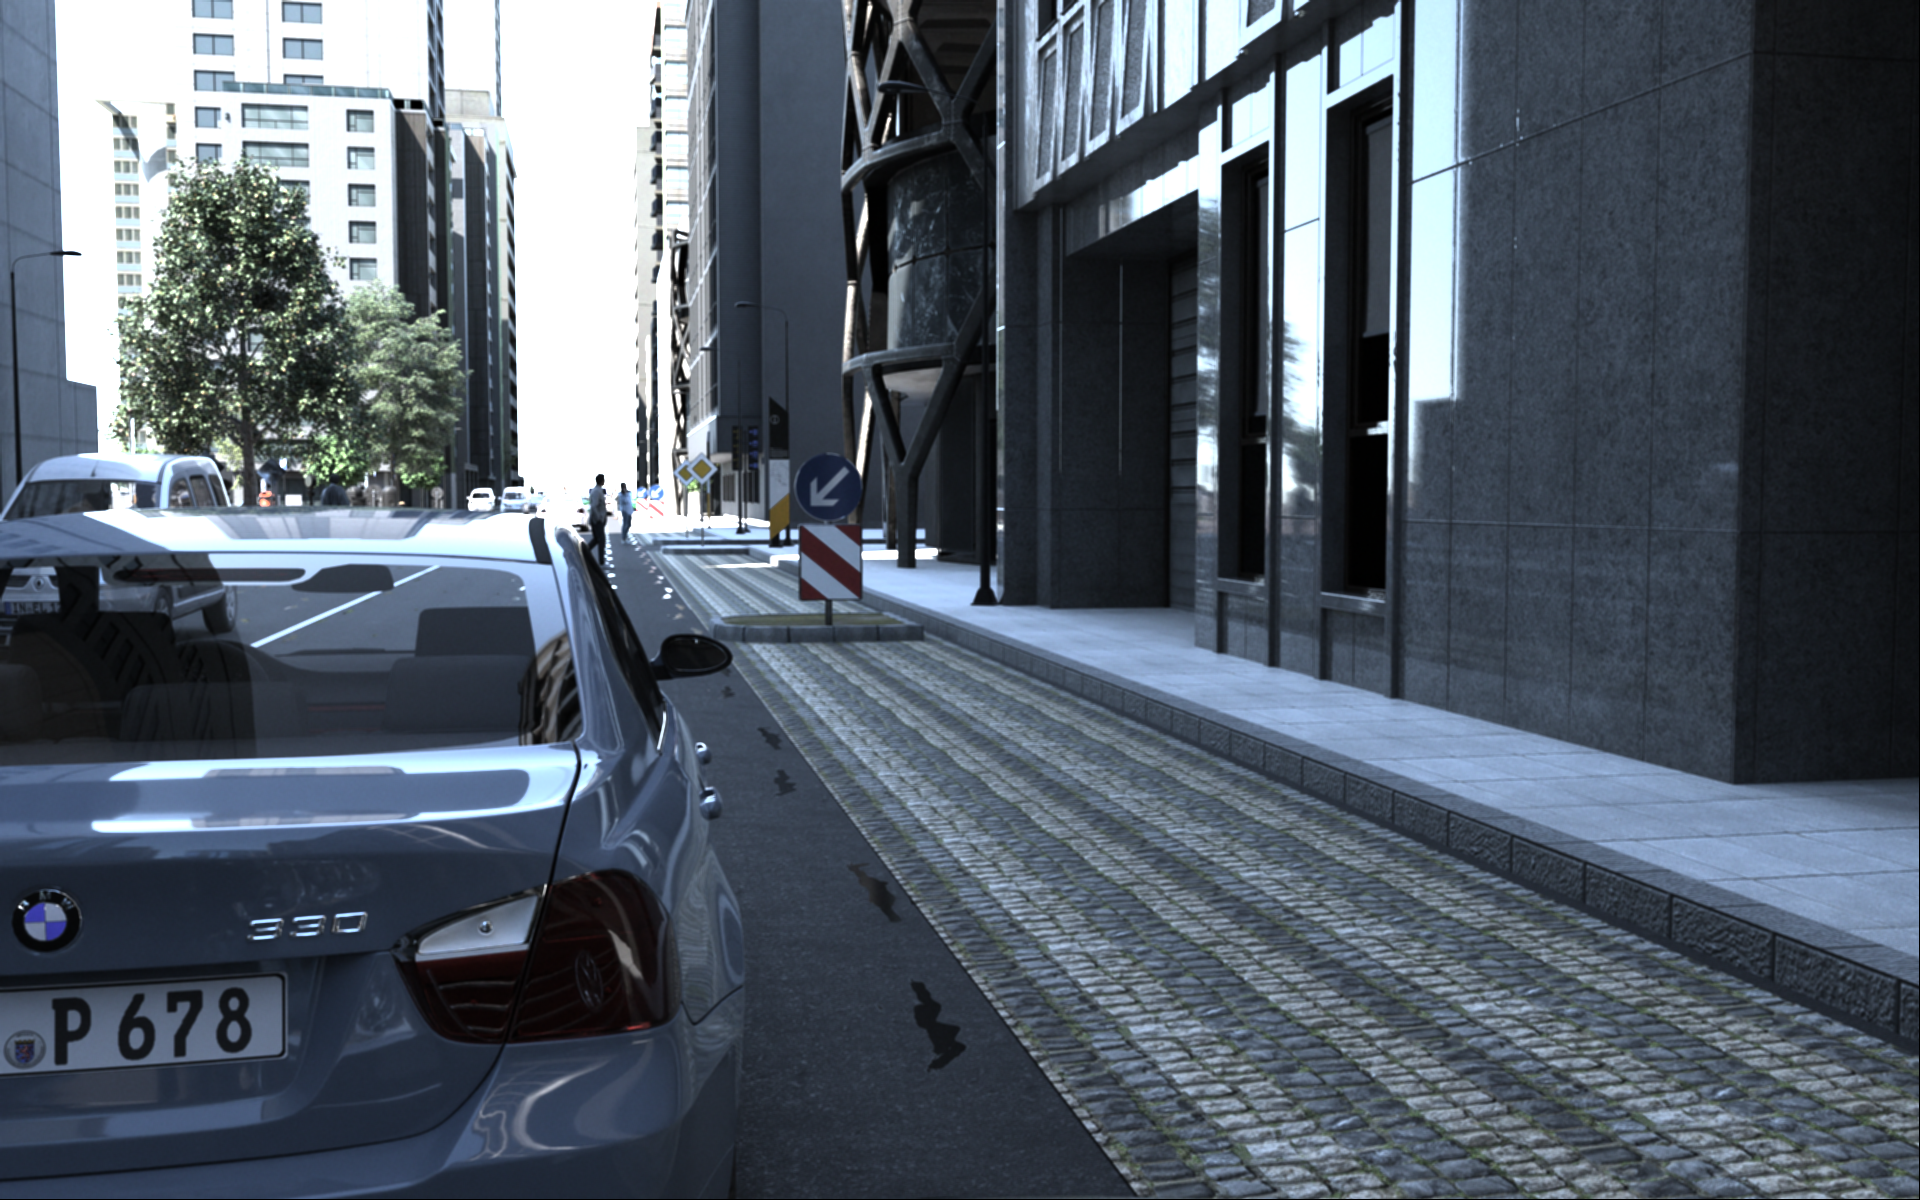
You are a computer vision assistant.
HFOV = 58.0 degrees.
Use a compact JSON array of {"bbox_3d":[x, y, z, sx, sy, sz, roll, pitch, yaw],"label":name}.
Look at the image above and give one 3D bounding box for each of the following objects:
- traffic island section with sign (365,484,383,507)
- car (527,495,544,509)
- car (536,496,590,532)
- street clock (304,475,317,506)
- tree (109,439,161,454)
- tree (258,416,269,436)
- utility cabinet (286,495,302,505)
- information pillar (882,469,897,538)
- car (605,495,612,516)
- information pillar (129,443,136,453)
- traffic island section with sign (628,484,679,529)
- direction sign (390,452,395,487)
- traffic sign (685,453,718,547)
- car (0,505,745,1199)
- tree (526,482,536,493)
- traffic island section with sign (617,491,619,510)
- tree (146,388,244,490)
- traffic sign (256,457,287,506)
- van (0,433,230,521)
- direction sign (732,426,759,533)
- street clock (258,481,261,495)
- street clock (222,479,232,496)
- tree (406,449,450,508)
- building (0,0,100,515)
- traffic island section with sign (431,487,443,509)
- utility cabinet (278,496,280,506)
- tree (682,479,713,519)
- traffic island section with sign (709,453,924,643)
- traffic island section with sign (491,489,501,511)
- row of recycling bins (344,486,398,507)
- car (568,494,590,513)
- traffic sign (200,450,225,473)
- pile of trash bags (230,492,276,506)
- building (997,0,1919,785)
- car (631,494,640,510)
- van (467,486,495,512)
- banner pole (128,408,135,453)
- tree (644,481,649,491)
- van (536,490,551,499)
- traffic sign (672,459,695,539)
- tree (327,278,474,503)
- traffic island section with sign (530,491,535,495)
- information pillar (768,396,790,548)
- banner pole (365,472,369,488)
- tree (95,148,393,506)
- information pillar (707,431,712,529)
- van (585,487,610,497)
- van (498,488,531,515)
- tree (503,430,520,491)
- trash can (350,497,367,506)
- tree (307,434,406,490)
[{"bbox_3d":[-23.339,-3.695,69.046,1.989,1.847,2.006,-1,4,-12],"label":"traffic island section with sign"},{"bbox_3d":[-35.886,-8.174,146.002,2.083,1.381,4.827,-1,4,-13],"label":"car"},{"bbox_3d":[-15.249,-3.320,66.636,2.083,1.381,4.827,-1,4,-11],"label":"car"},{"bbox_3d":[-24.437,-3.708,65.203,0.471,2.002,0.358,2,4,32],"label":"street clock"},{"bbox_3d":[-48.869,-7.273,102.623,4.285,4.588,4.351,0,3,0],"label":"tree"},{"bbox_3d":[-48.314,-10.159,116.468,4.737,8.622,4.395,0,3,0],"label":"tree"},{"bbox_3d":[-43.444,-6.220,112.857,1.020,1.237,0.306,-2,4,-32],"label":"utility cabinet"},{"bbox_3d":[-2.048,-2.807,50.385,0.304,2.012,0.304,2,4,28],"label":"information pillar"},{"bbox_3d":[-24.044,-6.266,114.809,2.083,1.381,4.827,-1,4,-13],"label":"car"},{"bbox_3d":[-37.095,-5.283,77.726,0.504,3.616,0.183,3,5,41],"label":"information pillar"},{"bbox_3d":[-12.779,-3.889,72.215,1.989,1.847,2.006,-1,4,-12],"label":"traffic island section with sign"},{"bbox_3d":[-30.463,-6.180,93.041,0.379,3.537,0.876,0,4,-7],"label":"direction sign"},{"bbox_3d":[-6.245,-2.343,41.946,0.795,2.450,0.064,-1,4,-12],"label":"traffic sign"},{"bbox_3d":[-1.521,0.479,4.176,2.014,1.417,4.499,-1,4,-12],"label":"car"},{"bbox_3d":[-68.628,-17.279,277.109,1.663,3.219,1.824,0,3,0],"label":"tree"},{"bbox_3d":[-28.344,-8.504,147.666,1.989,1.847,2.006,-1,4,-12],"label":"traffic island section with sign"},{"bbox_3d":[-41.370,-8.663,91.997,4.737,8.622,4.395,0,3,0],"label":"tree"},{"bbox_3d":[-18.875,-2.684,47.526,0.795,2.450,0.064,-1,4,-12],"label":"traffic sign"},{"bbox_3d":[-8.190,-0.590,16.654,2.013,2.044,4.112,-1,4,-10],"label":"van"},{"bbox_3d":[-7.132,-4.011,57.572,0.876,3.537,0.379,-1,4,-15],"label":"direction sign"},{"bbox_3d":[-37.901,-5.473,94.058,0.358,2.002,0.471,-3,4,-38],"label":"street clock"},{"bbox_3d":[-35.066,-4.786,82.821,0.471,2.002,0.358,1,4,16],"label":"street clock"},{"bbox_3d":[-35.548,-8.012,114.709,4.285,4.588,4.351,0,3,0],"label":"tree"},{"bbox_3d":[-27.425,-35.883,24.944,20.611,71.187,20.563,-1,4,-12],"label":"building"},{"bbox_3d":[-28.792,-5.315,95.534,1.989,1.847,2.006,-1,4,-12],"label":"traffic island section with sign"},{"bbox_3d":[-36.537,-4.944,91.999,0.306,1.237,1.020,1,4,15],"label":"utility cabinet"},{"bbox_3d":[-13.590,-5.767,88.889,1.663,3.219,1.824,0,3,0],"label":"tree"},{"bbox_3d":[-1.524,-0.545,17.531,1.989,1.847,2.006,-1,4,-12],"label":"traffic island section with sign"},{"bbox_3d":[-38.784,-8.278,143.981,1.989,1.847,2.006,-1,4,-12],"label":"traffic island section with sign"},{"bbox_3d":[-30.616,-5.007,88.977,3.534,1.692,1.069,0,4,3],"label":"row of recycling bins"},{"bbox_3d":[-21.239,-5.193,96.704,2.131,1.459,4.920,-1,4,-11],"label":"car"},{"bbox_3d":[-17.263,-2.206,39.705,0.795,2.450,0.064,-1,4,-12],"label":"traffic sign"},{"bbox_3d":[-28.934,-3.667,69.710,3.447,1.369,1.912,1,4,23],"label":"pile of trash bags"},{"bbox_3d":[8.313,-11.799,10.938,12.078,24.808,19.932,-1,4,-12],"label":"building"},{"bbox_3d":[-26.119,-7.886,137.736,1.959,1.807,4.718,-1,4,-12],"label":"car"},{"bbox_3d":[-34.997,-7.321,126.712,2.013,2.044,4.112,-1,4,-12],"label":"van"},{"bbox_3d":[-24.123,-3.701,50.535,0.401,3.779,0.863,-2,4,-32],"label":"banner pole"},{"bbox_3d":[-36.852,-12.991,207.007,1.663,3.219,1.824,0,3,0],"label":"tree"},{"bbox_3d":[-45.210,-11.055,187.765,2.013,2.044,4.112,-1,4,-11],"label":"van"},{"bbox_3d":[-7.857,-2.821,49.767,0.795,2.450,0.064,-1,4,-12],"label":"traffic sign"},{"bbox_3d":[-33.229,-11.931,101.724,9.857,13.997,8.962,0,3,0],"label":"tree"},{"bbox_3d":[-55.606,-13.273,225.640,1.989,1.847,2.006,-1,4,-12],"label":"traffic island section with sign"},{"bbox_3d":[-4.340,-3.065,41.467,0.504,3.616,0.183,0,4,-1],"label":"information pillar"},{"bbox_3d":[-37.183,-7.254,108.612,0.401,3.779,0.863,-3,5,-39],"label":"banner pole"},{"bbox_3d":[-23.931,-8.611,57.802,9.611,12.733,9.660,0,3,0],"label":"tree"},{"bbox_3d":[-9.346,-4.469,64.427,0.183,3.616,0.504,0,4,-4],"label":"information pillar"},{"bbox_3d":[-33.086,-9.401,158.083,2.240,2.365,5.245,-1,4,-12],"label":"van"},{"bbox_3d":[-28.578,-6.374,111.222,2.013,2.044,4.112,-1,4,-12],"label":"van"},{"bbox_3d":[-51.913,-15.040,196.258,4.360,8.622,3.978,0,3,0],"label":"tree"},{"bbox_3d":[-26.944,-4.039,77.690,0.748,1.137,0.748,0,3,0],"label":"trash can"},{"bbox_3d":[-28.923,-5.924,80.569,4.285,4.588,4.351,0,3,0],"label":"tree"}]
